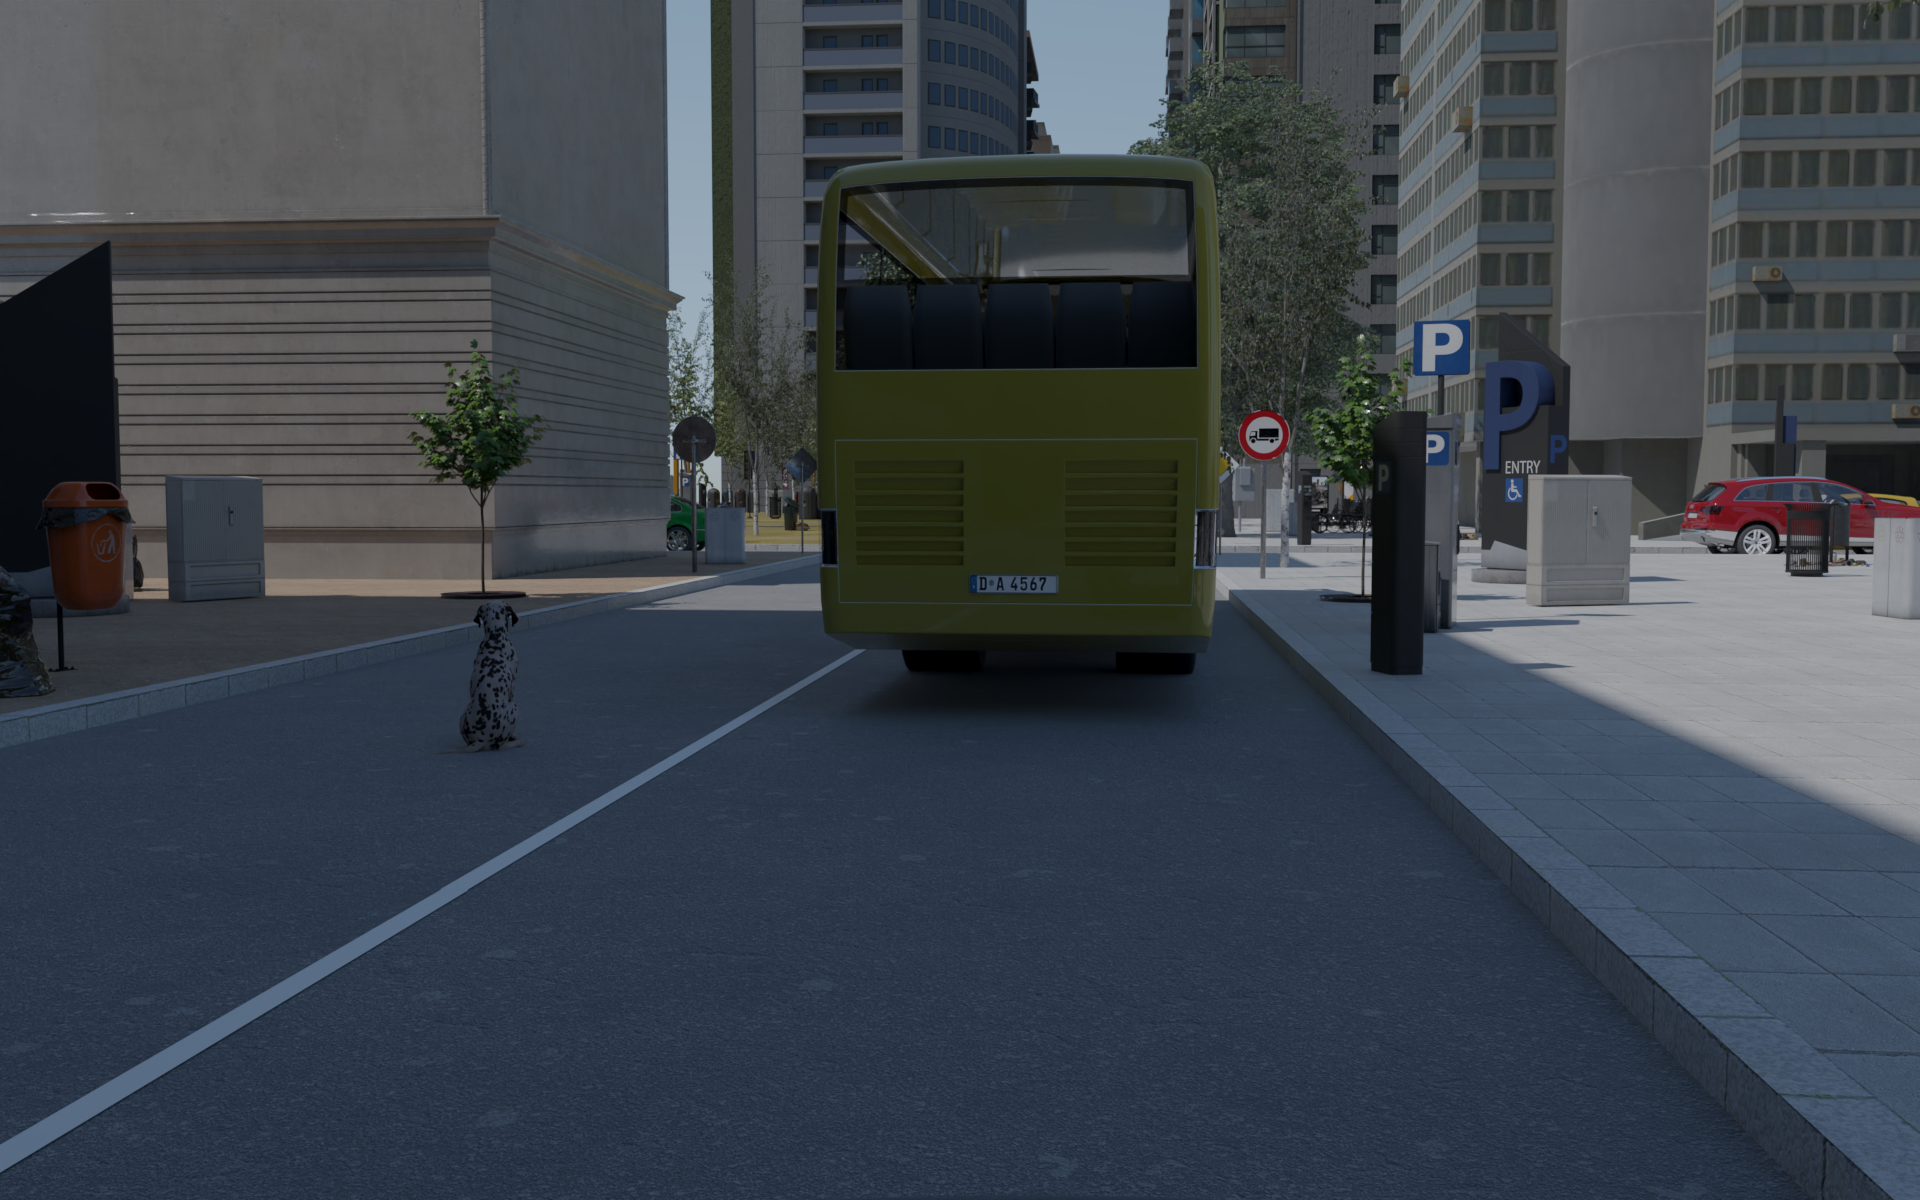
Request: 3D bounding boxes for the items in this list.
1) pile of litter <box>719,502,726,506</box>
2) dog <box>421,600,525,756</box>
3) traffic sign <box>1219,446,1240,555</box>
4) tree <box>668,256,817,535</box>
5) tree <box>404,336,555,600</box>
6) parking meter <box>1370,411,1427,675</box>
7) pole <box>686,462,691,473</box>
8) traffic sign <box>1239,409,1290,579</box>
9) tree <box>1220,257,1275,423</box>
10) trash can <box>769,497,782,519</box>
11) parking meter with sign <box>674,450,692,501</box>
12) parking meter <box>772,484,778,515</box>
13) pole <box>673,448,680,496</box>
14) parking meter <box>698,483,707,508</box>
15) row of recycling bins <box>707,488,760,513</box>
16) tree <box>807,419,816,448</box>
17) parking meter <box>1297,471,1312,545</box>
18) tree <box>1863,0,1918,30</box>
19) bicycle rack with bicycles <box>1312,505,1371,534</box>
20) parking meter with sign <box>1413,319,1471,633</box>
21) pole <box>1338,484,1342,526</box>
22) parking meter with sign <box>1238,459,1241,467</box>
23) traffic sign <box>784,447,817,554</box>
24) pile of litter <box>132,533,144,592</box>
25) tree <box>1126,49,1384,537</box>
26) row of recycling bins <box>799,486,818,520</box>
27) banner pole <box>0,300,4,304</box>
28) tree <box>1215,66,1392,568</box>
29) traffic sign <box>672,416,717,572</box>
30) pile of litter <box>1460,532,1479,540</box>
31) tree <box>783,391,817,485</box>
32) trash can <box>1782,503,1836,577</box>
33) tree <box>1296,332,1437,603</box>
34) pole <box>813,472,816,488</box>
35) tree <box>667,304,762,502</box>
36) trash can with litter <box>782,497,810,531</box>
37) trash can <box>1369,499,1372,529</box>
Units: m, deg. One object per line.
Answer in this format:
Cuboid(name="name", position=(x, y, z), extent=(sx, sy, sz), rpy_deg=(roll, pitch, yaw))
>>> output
Cuboid(name="pile of litter", position=(-13.397, -5.126, 97.781), extent=(1.719, 0.858, 1.176), rpy_deg=(0, 4, -3))
Cuboid(name="dog", position=(-2.751, 0.432, 9.773), extent=(0.513, 0.831, 0.800), rpy_deg=(2, 4, 35))
Cuboid(name="traffic sign", position=(5.465, -2.001, 36.364), extent=(0.795, 2.450, 0.064), rpy_deg=(0, 4, 5))
Cuboid(name="tree", position=(-6.191, -6.315, 53.609), extent=(4.360, 8.622, 3.978), rpy_deg=(0, 3, 0))
Cuboid(name="tree", position=(-6.071, -1.644, 21.477), extent=(1.663, 3.219, 1.824), rpy_deg=(0, 3, 0))
Cuboid(name="parking meter", position=(3.137, -0.410, 12.408), extent=(0.255, 1.863, 0.399), rpy_deg=(-1, 4, -12))
Cuboid(name="pole", position=(-11.265, -4.766, 71.763), extent=(0.158, 3.312, 0.155), rpy_deg=(0, 3, 0))
Cuboid(name="traffic sign", position=(4.595, -1.596, 26.194), extent=(0.768, 2.556, 0.104), rpy_deg=(1, 4, 14))
Cuboid(name="tree", position=(9.081, -8.769, 69.135), extent=(9.928, 11.665, 9.643), rpy_deg=(0, 3, 0))
Cuboid(name="trash can", position=(-9.547, -4.762, 89.512), extent=(0.748, 1.137, 0.748), rpy_deg=(0, 3, 0))
Cuboid(name="parking meter with sign", position=(-9.616, -3.981, 61.344), extent=(0.543, 3.016, 1.738), rpy_deg=(0, 4, 7))
Cuboid(name="parking meter", position=(-11.213, -6.073, 105.006), extent=(0.255, 1.863, 0.399), rpy_deg=(-2, 4, -31))
Cuboid(name="pole", position=(-10.160, -4.171, 62.041), extent=(0.158, 3.312, 0.155), rpy_deg=(0, 3, 0))
Cuboid(name="parking meter", position=(-13.485, -5.203, 90.786), extent=(0.255, 1.863, 0.399), rpy_deg=(3, 5, 41))
Cuboid(name="row of recycling bins", position=(-15.358, -6.743, 117.363), extent=(3.534, 1.692, 1.069), rpy_deg=(-1, 4, -17))
Cuboid(name="tree", position=(-1.292, -9.283, 68.790), extent=(9.611, 12.733, 9.660), rpy_deg=(0, 3, 0))
Cuboid(name="parking meter", position=(8.648, -2.308, 43.452), extent=(0.255, 1.863, 0.399), rpy_deg=(-1, 4, -11))
Cuboid(name="tree", position=(7.831, -3.726, 11.286), extent=(4.360, 8.622, 3.978), rpy_deg=(0, 3, 0))
Cuboid(name="bicycle rack with bicycles", position=(12.717, -2.692, 57.404), extent=(2.925, 0.926, 2.852), rpy_deg=(0, 4, -6))
Cuboid(name="parking meter with sign", position=(4.549, -1.250, 16.694), extent=(0.543, 3.016, 1.738), rpy_deg=(1, 4, 20))
Cuboid(name="pole", position=(15.221, -4.603, 69.094), extent=(0.158, 3.312, 0.155), rpy_deg=(0, 3, 0))
Cuboid(name="parking meter with sign", position=(12.982, -5.471, 85.714), extent=(1.738, 3.016, 0.543), rpy_deg=(1, 4, 16))
Cuboid(name="traffic sign", position=(-3.387, -2.054, 37.224), extent=(0.795, 2.450, 0.064), rpy_deg=(0, 4, 5))
Cuboid(name="pile of litter", position=(-11.334, -0.542, 22.819), extent=(1.176, 0.858, 1.719), rpy_deg=(0, 4, -7))
Cuboid(name="tree", position=(7.994, -8.853, 51.403), extent=(9.857, 13.997, 8.962), rpy_deg=(0, 3, 0))
Cuboid(name="row of recycling bins", position=(-6.712, -4.948, 88.020), extent=(1.069, 1.692, 3.534), rpy_deg=(3, 5, 43))
Cuboid(name="banner pole", position=(-12.486, -1.972, 22.258), extent=(0.401, 3.779, 0.863), rpy_deg=(2, 4, 26))
Cuboid(name="tree", position=(5.588, -4.885, 30.232), extent=(4.360, 8.622, 3.978), rpy_deg=(0, 3, 0))
Cuboid(name="traffic sign", position=(-4.350, -1.725, 28.315), extent=(0.768, 2.556, 0.104), rpy_deg=(1, 4, 12))
Cuboid(name="pile of litter", position=(14.016, -2.134, 48.849), extent=(1.176, 0.858, 1.719), rpy_deg=(0, 4, 8))
Cuboid(name="tree", position=(-10.089, -10.198, 117.107), extent=(4.737, 8.622, 4.395), rpy_deg=(0, 3, 0))
Cuboid(name="trash can", position=(13.189, -0.935, 26.944), extent=(0.748, 1.137, 0.748), rpy_deg=(0, 3, 0))
Cuboid(name="tree", position=(4.797, -1.609, 20.905), extent=(1.663, 3.219, 1.824), rpy_deg=(0, 3, 0))
Cuboid(name="pole", position=(-9.097, -6.993, 108.179), extent=(0.158, 3.312, 0.155), rpy_deg=(0, 3, 0))
Cuboid(name="tree", position=(-10.258, -7.103, 66.490), extent=(4.737, 8.622, 4.395), rpy_deg=(0, 3, 0))
Cuboid(name="trash can with litter", position=(-5.692, -3.004, 60.497), extent=(1.055, 1.170, 0.624), rpy_deg=(2, 4, 33))
Cuboid(name="trash can", position=(13.353, -2.652, 55.015), extent=(0.748, 1.137, 0.748), rpy_deg=(0, 3, 0))
